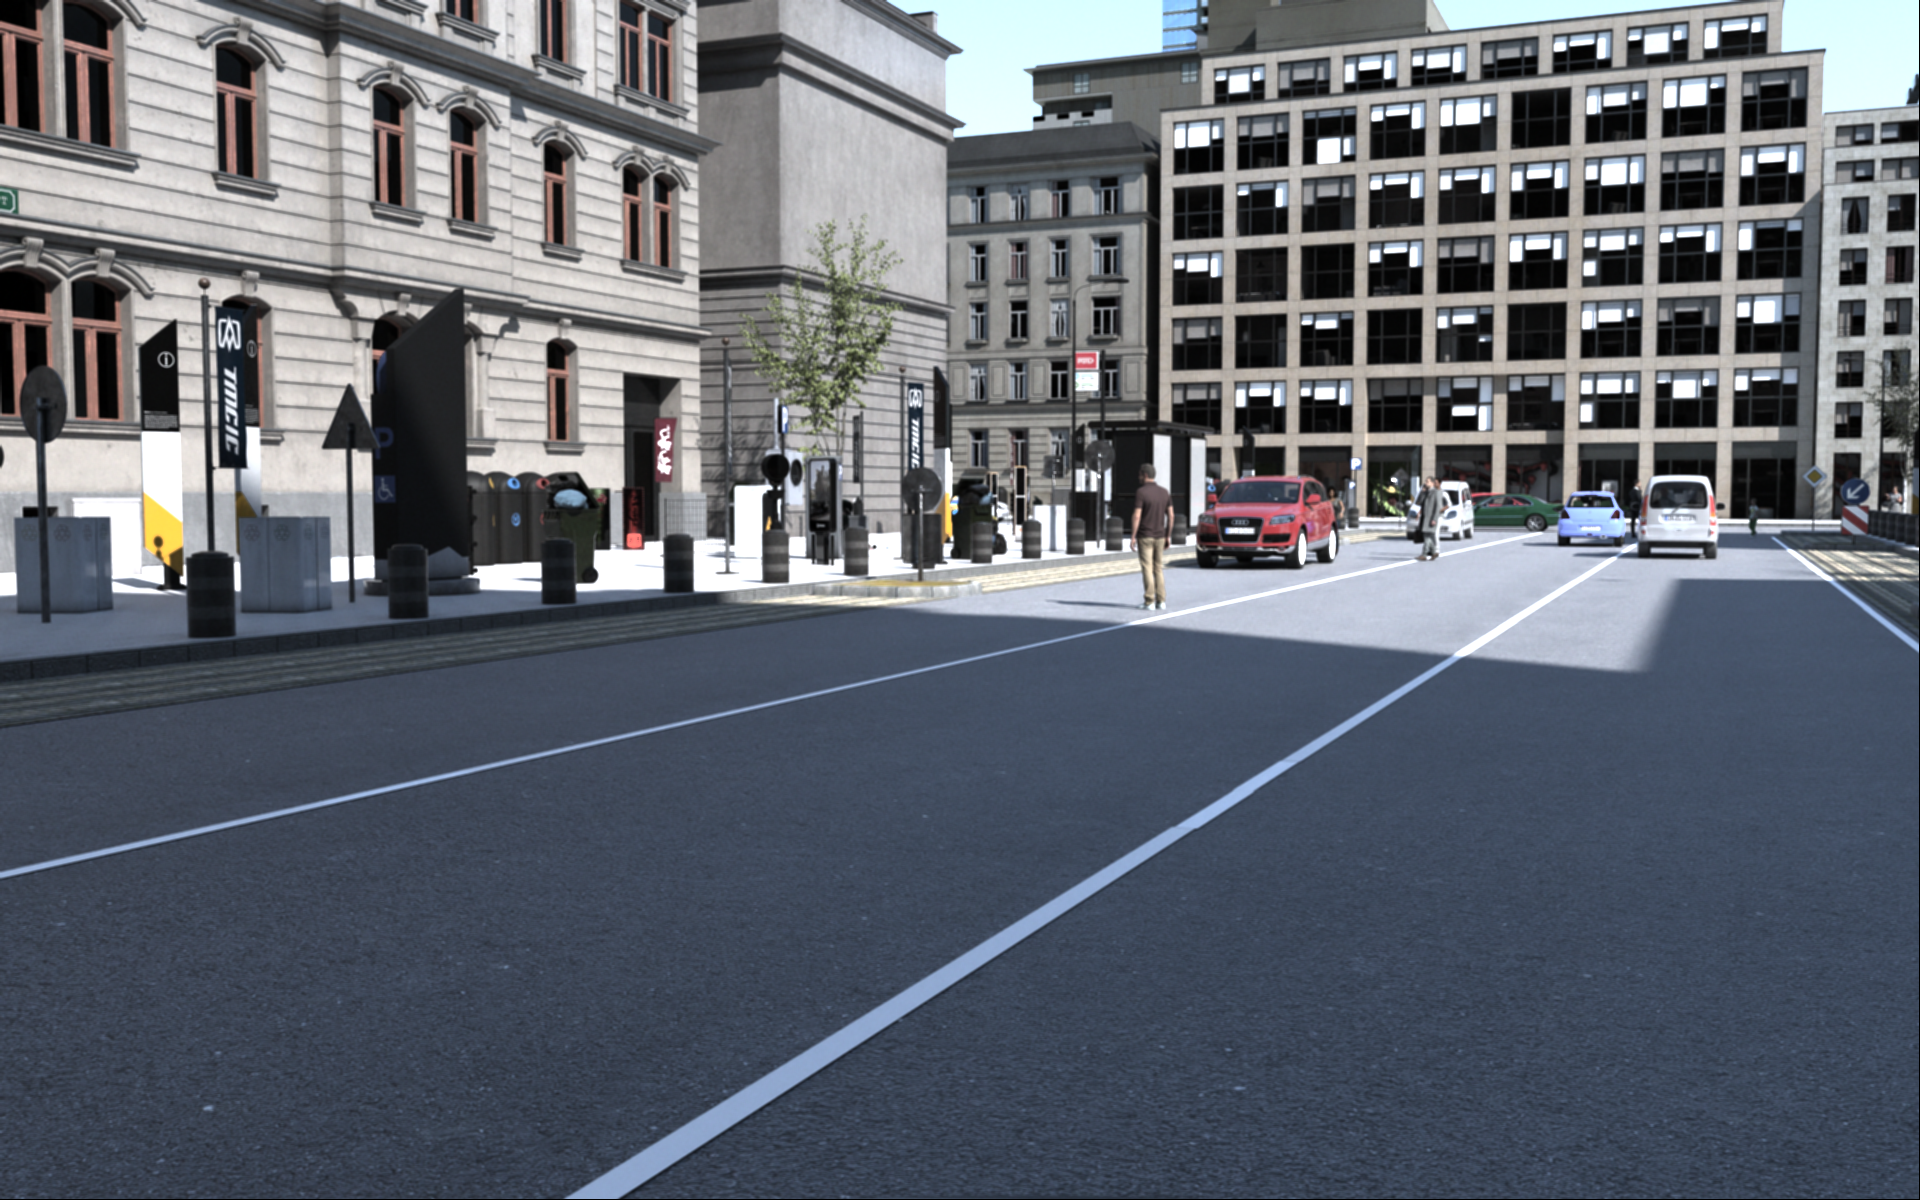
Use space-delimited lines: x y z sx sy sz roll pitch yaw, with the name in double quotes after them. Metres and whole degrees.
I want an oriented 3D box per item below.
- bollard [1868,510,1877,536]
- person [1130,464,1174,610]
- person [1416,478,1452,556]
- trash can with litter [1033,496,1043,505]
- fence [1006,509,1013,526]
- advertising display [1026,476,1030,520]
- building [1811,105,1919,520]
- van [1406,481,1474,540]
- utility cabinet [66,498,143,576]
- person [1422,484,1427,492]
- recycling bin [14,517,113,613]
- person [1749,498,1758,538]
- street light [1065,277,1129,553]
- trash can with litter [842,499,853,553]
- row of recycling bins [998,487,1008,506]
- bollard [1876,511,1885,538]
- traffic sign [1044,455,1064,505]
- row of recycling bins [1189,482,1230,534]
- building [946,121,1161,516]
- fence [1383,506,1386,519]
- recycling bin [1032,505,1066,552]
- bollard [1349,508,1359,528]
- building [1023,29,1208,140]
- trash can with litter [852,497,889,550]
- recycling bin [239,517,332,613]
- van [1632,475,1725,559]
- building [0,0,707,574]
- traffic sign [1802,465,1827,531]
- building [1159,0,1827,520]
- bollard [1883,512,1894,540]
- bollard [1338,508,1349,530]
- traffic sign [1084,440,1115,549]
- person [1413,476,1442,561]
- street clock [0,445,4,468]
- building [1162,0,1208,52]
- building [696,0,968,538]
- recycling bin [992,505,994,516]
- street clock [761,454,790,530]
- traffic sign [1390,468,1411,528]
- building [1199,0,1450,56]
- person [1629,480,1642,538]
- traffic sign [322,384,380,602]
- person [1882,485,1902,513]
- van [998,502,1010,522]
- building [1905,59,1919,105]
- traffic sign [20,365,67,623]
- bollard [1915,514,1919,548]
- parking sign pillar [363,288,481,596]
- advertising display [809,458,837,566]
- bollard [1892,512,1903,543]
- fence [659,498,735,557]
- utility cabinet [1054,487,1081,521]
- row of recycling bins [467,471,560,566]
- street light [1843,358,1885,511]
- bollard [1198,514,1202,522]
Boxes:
28.123 -2.341 52.986 0.404 0.777 0.398 0 3 0 "bollard"
2.372 -0.793 21.598 0.598 1.807 0.434 -1 4 -20 "person"
10.970 -1.929 40.184 0.789 1.805 0.875 -3 5 -40 "person"
7.089 -8.883 156.618 1.055 1.170 0.624 3 4 37 "trash can with litter"
2.876 -3.350 70.153 2.069 0.683 0.278 1 4 22 "fence"
2.403 -3.489 62.261 0.123 1.923 0.974 0 4 7 "advertising display"
52.120 -14.184 86.652 16.860 20.320 10.420 2 4 23 "building"
15.257 -2.932 54.948 2.013 2.044 4.112 2 4 24 "van"
-13.381 -0.974 27.093 0.306 1.237 1.020 3 5 44 "utility cabinet"
14.029 -2.613 51.943 0.376 1.734 0.841 1 4 20 "person"
-9.793 -0.391 18.939 0.722 1.027 0.722 0 4 1 "recycling bin"
25.955 -2.684 56.627 0.590 1.304 0.306 -3 5 -44 "person"
2.972 -3.971 37.463 1.470 5.913 1.316 2 4 23 "street light"
-2.621 -1.594 37.451 0.624 1.170 1.055 0 4 -5 "trash can with litter"
1.328 -5.440 96.064 1.069 1.692 3.534 -3 5 -41 "row of recycling bins"
27.104 -2.198 50.652 0.404 0.777 0.398 0 3 0 "bollard"
2.473 -2.672 45.815 0.606 2.300 0.079 2 4 31 "traffic sign"
8.395 -3.075 57.397 3.534 1.692 1.069 -3 4 -39 "row of recycling bins"
0.400 -17.062 112.240 30.059 22.955 16.112 2 4 23 "building"
22.022 -4.564 89.993 0.278 0.683 2.069 1 4 11 "fence"
1.991 -1.605 38.803 0.722 1.027 0.722 0 4 1 "recycling bin"
14.717 -3.061 64.768 0.404 0.777 0.398 0 3 0 "bollard"
23.491 -37.846 208.019 27.495 52.752 28.713 2 4 23 "building"
-2.493 -1.783 40.205 1.678 1.210 2.233 0 4 0 "trash can with litter"
-7.399 -0.395 19.016 0.722 1.027 0.722 0 4 7 "recycling bin"
16.517 -2.008 39.846 2.013 2.044 4.112 1 4 22 "van"
-17.074 -15.380 38.845 14.401 28.519 23.554 2 4 23 "building"
29.420 -3.427 59.676 0.795 2.450 0.064 2 4 23 "traffic sign"
30.916 -18.172 101.625 34.151 26.468 19.350 2 4 23 "building"
26.086 -2.055 48.318 0.404 0.777 0.398 0 3 0 "bollard"
13.689 -2.917 62.411 0.404 0.777 0.398 0 3 0 "bollard"
3.257 -2.485 40.734 0.768 2.556 0.104 2 4 27 "traffic sign"
10.072 -1.757 37.325 0.767 1.812 0.694 -1 4 -20 "person"
-12.534 -1.081 22.241 0.471 2.002 0.358 1 4 14 "street clock"
44.201 -58.530 269.628 31.000 86.520 22.319 2 4 23 "building"
-13.385 -13.321 59.607 24.055 21.916 13.314 2 4 23 "building"
0.358 -1.791 41.840 0.722 1.027 0.722 -2 4 -29 "recycling bin"
-3.341 -1.642 31.411 0.471 2.002 0.358 -2 4 -31 "street clock"
16.599 -3.770 65.274 0.795 2.450 0.064 2 4 23 "traffic sign"
34.864 -33.113 165.106 21.300 48.544 21.600 2 4 23 "building"
22.307 -3.002 56.937 0.474 1.900 0.648 -1 4 -19 "person"
-7.201 -1.250 20.442 0.884 2.594 0.081 2 4 25 "traffic sign"
37.891 -3.768 70.469 0.716 1.782 0.532 3 4 36 "person"
0.517 -5.033 89.295 4.112 2.044 2.013 2 4 23 "van"
105.718 -33.675 170.201 23.786 49.044 30.456 2 4 23 "building"
-9.115 -1.045 17.199 0.768 2.556 0.104 2 4 30 "traffic sign"
24.047 -1.769 43.641 0.404 0.777 0.398 0 3 0 "bollard"
-6.951 -2.068 22.291 1.447 3.967 1.447 2 4 25 "parking sign pillar"
-2.488 -1.598 31.347 0.123 1.923 0.974 -2 4 -28 "advertising display"
25.068 -1.912 45.974 0.404 0.777 0.398 0 3 0 "bollard"
-5.050 -1.504 35.801 2.264 1.192 0.480 -1 4 -23 "fence"
3.466 -2.941 56.769 0.318 1.500 1.173 -2 4 -35 "utility cabinet"
-8.291 -1.538 32.262 1.069 1.692 3.534 1 4 23 "row of recycling bins"
30.735 -5.282 58.908 1.470 5.913 1.316 2 4 23 "street light"
6.535 -1.915 46.025 0.404 0.777 0.398 0 3 0 "bollard"
